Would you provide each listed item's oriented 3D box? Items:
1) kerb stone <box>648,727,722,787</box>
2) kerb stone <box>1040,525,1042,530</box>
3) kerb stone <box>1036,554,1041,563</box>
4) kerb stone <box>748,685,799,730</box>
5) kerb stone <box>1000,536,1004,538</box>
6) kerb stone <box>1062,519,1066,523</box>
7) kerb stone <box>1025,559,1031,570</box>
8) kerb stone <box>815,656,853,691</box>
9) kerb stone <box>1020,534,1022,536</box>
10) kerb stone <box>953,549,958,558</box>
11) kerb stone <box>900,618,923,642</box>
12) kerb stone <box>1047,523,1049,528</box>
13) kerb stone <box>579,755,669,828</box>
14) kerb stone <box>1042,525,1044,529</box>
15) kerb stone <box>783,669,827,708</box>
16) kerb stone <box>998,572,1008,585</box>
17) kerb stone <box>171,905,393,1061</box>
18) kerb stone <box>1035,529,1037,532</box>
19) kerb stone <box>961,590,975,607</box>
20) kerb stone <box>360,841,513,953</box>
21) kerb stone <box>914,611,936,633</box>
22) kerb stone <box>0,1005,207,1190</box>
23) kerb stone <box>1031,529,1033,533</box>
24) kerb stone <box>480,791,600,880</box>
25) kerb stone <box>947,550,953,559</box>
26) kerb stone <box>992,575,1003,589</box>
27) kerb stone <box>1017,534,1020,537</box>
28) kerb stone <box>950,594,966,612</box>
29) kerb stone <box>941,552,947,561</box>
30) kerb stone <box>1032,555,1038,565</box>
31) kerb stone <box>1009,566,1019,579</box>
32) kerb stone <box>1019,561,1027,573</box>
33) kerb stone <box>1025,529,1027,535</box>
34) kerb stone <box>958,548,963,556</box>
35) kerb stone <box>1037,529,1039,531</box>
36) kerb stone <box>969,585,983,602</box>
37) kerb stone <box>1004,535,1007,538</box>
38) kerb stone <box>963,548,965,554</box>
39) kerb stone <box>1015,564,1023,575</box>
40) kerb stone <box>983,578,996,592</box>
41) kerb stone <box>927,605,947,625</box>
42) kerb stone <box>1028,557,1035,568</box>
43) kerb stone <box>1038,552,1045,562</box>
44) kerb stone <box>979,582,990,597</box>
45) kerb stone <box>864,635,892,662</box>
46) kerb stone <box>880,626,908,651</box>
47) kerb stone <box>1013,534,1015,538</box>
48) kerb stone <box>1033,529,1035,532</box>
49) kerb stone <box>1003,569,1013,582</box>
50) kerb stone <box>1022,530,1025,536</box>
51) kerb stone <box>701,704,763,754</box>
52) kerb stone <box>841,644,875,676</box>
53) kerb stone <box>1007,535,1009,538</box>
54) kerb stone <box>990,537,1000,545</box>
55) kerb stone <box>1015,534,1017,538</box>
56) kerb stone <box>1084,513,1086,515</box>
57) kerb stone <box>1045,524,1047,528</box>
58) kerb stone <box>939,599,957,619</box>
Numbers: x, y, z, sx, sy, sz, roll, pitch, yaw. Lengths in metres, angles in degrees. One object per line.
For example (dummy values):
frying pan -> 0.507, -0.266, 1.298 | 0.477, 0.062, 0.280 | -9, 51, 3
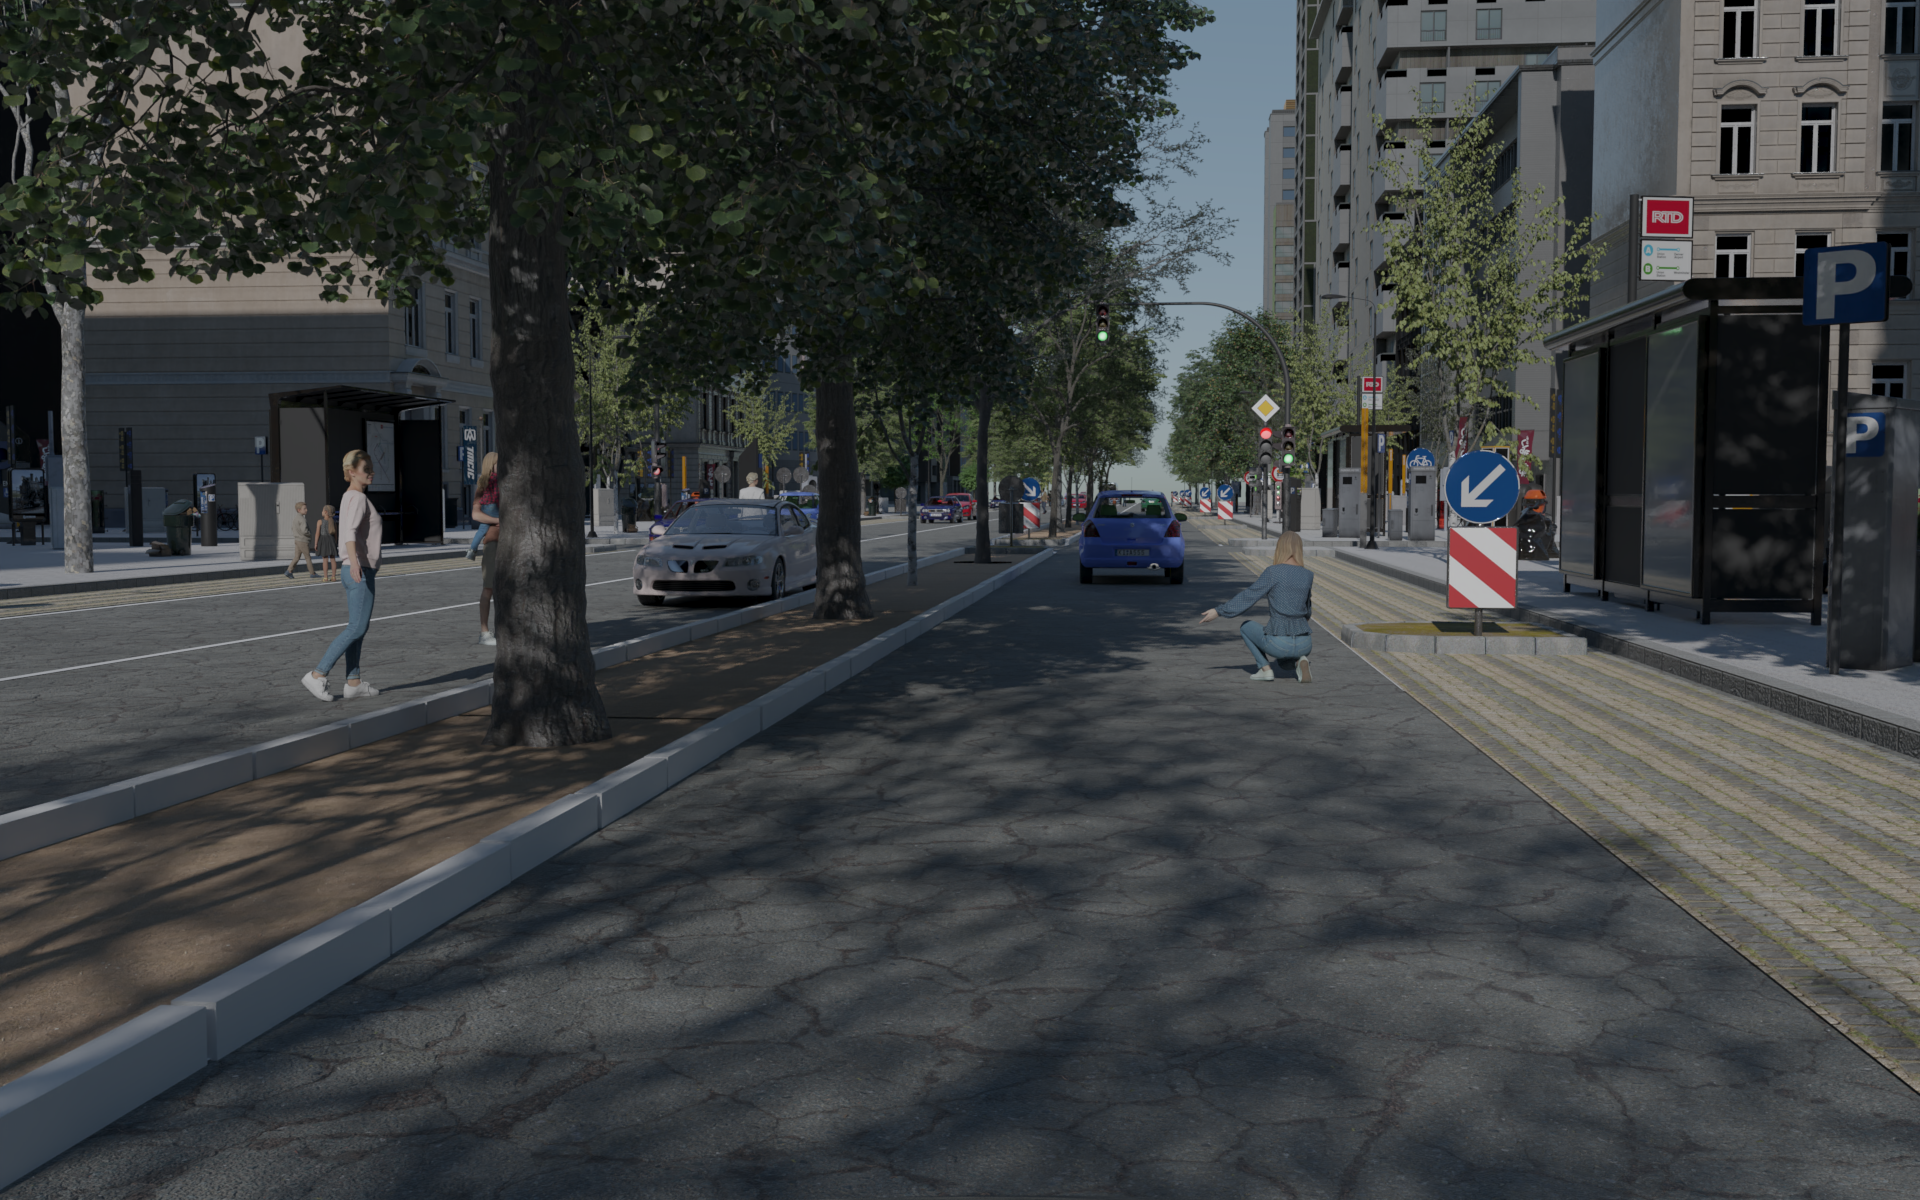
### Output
kerb stone -> -1.428, 0.810, 8.947 | 0.120, 0.150, 1.000 | 0, 4, 6
kerb stone -> 3.033, -2.788, 67.814 | 0.120, 0.150, 1.000 | 0, 4, 6
kerb stone -> 1.522, -0.805, 35.427 | 0.120, 0.150, 1.000 | 0, 4, 6
kerb stone -> -1.198, 0.686, 10.986 | 0.120, 0.150, 1.000 | 0, 4, 6
kerb stone -> 1.094, -1.729, 50.514 | 0.120, 0.150, 1.000 | 0, 4, 6
kerb stone -> 5.529, -4.157, 90.215 | 0.120, 0.150, 1.000 | 0, 4, 6
kerb stone -> 1.183, -0.621, 32.368 | 0.120, 0.150, 1.000 | 0, 4, 6
kerb stone -> -0.972, 0.560, 13.033 | 0.120, 0.150, 1.000 | 0, 4, 6
kerb stone -> 1.895, -2.162, 57.642 | 0.120, 0.150, 1.000 | 0, 4, 6
kerb stone -> -0.213, -1.012, 38.736 | 0.120, 0.150, 1.000 | 0, 4, 6
kerb stone -> -0.519, 0.318, 17.108 | 0.120, 0.150, 1.000 | 0, 4, 6
kerb stone -> 3.485, -3.040, 71.894 | 0.120, 0.150, 1.000 | 0, 4, 6
kerb stone -> -1.540, 0.873, 7.926 | 0.120, 0.150, 1.000 | 0, 4, 6
kerb stone -> 3.147, -2.853, 68.838 | 0.120, 0.150, 1.000 | 0, 4, 6
kerb stone -> -1.092, 0.623, 12.008 | 0.120, 0.150, 1.000 | 0, 4, 6
kerb stone -> 0.617, -0.305, 27.285 | 0.120, 0.150, 1.000 | 0, 4, 6
kerb stone -> -1.882, 1.059, 4.877 | 0.120, 0.150, 1.000 | 0, 4, 6
kerb stone -> 2.685, -2.603, 64.762 | 0.120, 0.150, 1.000 | 0, 4, 6
kerb stone -> 0.049, 0.004, 22.189 | 0.120, 0.150, 1.000 | 0, 4, 6
kerb stone -> -1.772, 1.003, 5.894 | 0.120, 0.150, 1.000 | 0, 4, 6
kerb stone -> -0.404, 0.249, 18.123 | 0.120, 0.150, 1.000 | 0, 4, 6
kerb stone -> -2.004, 1.123, 3.853 | 0.120, 0.150, 1.000 | 0, 4, 6
kerb stone -> 2.461, -2.479, 62.723 | 0.120, 0.150, 1.000 | 0, 4, 6
kerb stone -> -1.664, 0.935, 6.910 | 0.120, 0.150, 1.000 | 0, 4, 6
kerb stone -> -0.331, -0.943, 37.705 | 0.120, 0.150, 1.000 | 0, 4, 6
kerb stone -> 0.508, -0.249, 26.268 | 0.120, 0.150, 1.000 | 0, 4, 6
kerb stone -> 1.780, -2.106, 56.626 | 0.120, 0.150, 1.000 | 0, 4, 6
kerb stone -> -0.069, 0.063, 21.172 | 0.120, 0.150, 1.000 | 0, 4, 6
kerb stone -> -0.442, -0.885, 36.688 | 0.120, 0.150, 1.000 | 0, 4, 6
kerb stone -> 1.406, -0.747, 34.404 | 0.120, 0.150, 1.000 | 0, 4, 6
kerb stone -> 0.852, -0.436, 29.316 | 0.120, 0.150, 1.000 | 0, 4, 6
kerb stone -> 1.076, -0.560, 31.351 | 0.120, 0.150, 1.000 | 0, 4, 6
kerb stone -> 2.127, -2.291, 59.674 | 0.120, 0.150, 1.000 | 0, 4, 6
kerb stone -> -0.096, -1.074, 39.752 | 0.120, 0.150, 1.000 | 0, 4, 6
kerb stone -> 2.805, -2.666, 65.777 | 0.120, 0.150, 1.000 | 0, 4, 6
kerb stone -> 0.168, -0.062, 23.211 | 0.120, 0.150, 1.000 | 0, 4, 6
kerb stone -> 1.209, -1.794, 51.531 | 0.120, 0.150, 1.000 | 0, 4, 6
kerb stone -> 0.012, -1.136, 40.769 | 0.120, 0.150, 1.000 | 0, 4, 6
kerb stone -> 0.954, -0.498, 30.336 | 0.120, 0.150, 1.000 | 0, 4, 6
kerb stone -> 0.383, -0.186, 25.244 | 0.120, 0.150, 1.000 | 0, 4, 6
kerb stone -> -0.295, 0.187, 19.140 | 0.120, 0.150, 1.000 | 0, 4, 6
kerb stone -> 1.298, -0.682, 33.384 | 0.120, 0.150, 1.000 | 0, 4, 6
kerb stone -> 1.642, -0.872, 36.450 | 0.120, 0.150, 1.000 | 0, 4, 6
kerb stone -> 0.277, -0.118, 24.228 | 0.120, 0.150, 1.000 | 0, 4, 6
kerb stone -> -0.750, 0.440, 15.071 | 0.120, 0.150, 1.000 | 0, 4, 6
kerb stone -> -0.639, 0.374, 16.088 | 0.120, 0.150, 1.000 | 0, 4, 6
kerb stone -> 1.556, -1.980, 54.584 | 0.120, 0.150, 1.000 | 0, 4, 6
kerb stone -> 2.574, -2.540, 63.742 | 0.120, 0.150, 1.000 | 0, 4, 6
kerb stone -> 0.731, -0.373, 28.301 | 0.120, 0.150, 1.000 | 0, 4, 6
kerb stone -> 2.007, -2.223, 58.659 | 0.120, 0.150, 1.000 | 0, 4, 6
kerb stone -> -1.322, 0.748, 9.963 | 0.120, 0.150, 1.000 | 0, 4, 6
kerb stone -> -0.853, 0.498, 14.048 | 0.120, 0.150, 1.000 | 0, 4, 6
kerb stone -> 1.323, -1.856, 52.546 | 0.120, 0.150, 1.000 | 0, 4, 6
kerb stone -> 0.974, -1.670, 49.493 | 0.120, 0.150, 1.000 | 0, 4, 6
kerb stone -> 1.662, -2.043, 55.600 | 0.120, 0.150, 1.000 | 0, 4, 6
kerb stone -> 8.837, -5.960, 119.759 | 0.120, 0.150, 1.000 | 0, 4, 6
kerb stone -> 3.373, -2.974, 70.878 | 0.120, 0.150, 1.000 | 0, 4, 6
kerb stone -> -0.178, 0.125, 20.155 | 0.120, 0.150, 1.000 | 0, 4, 6
